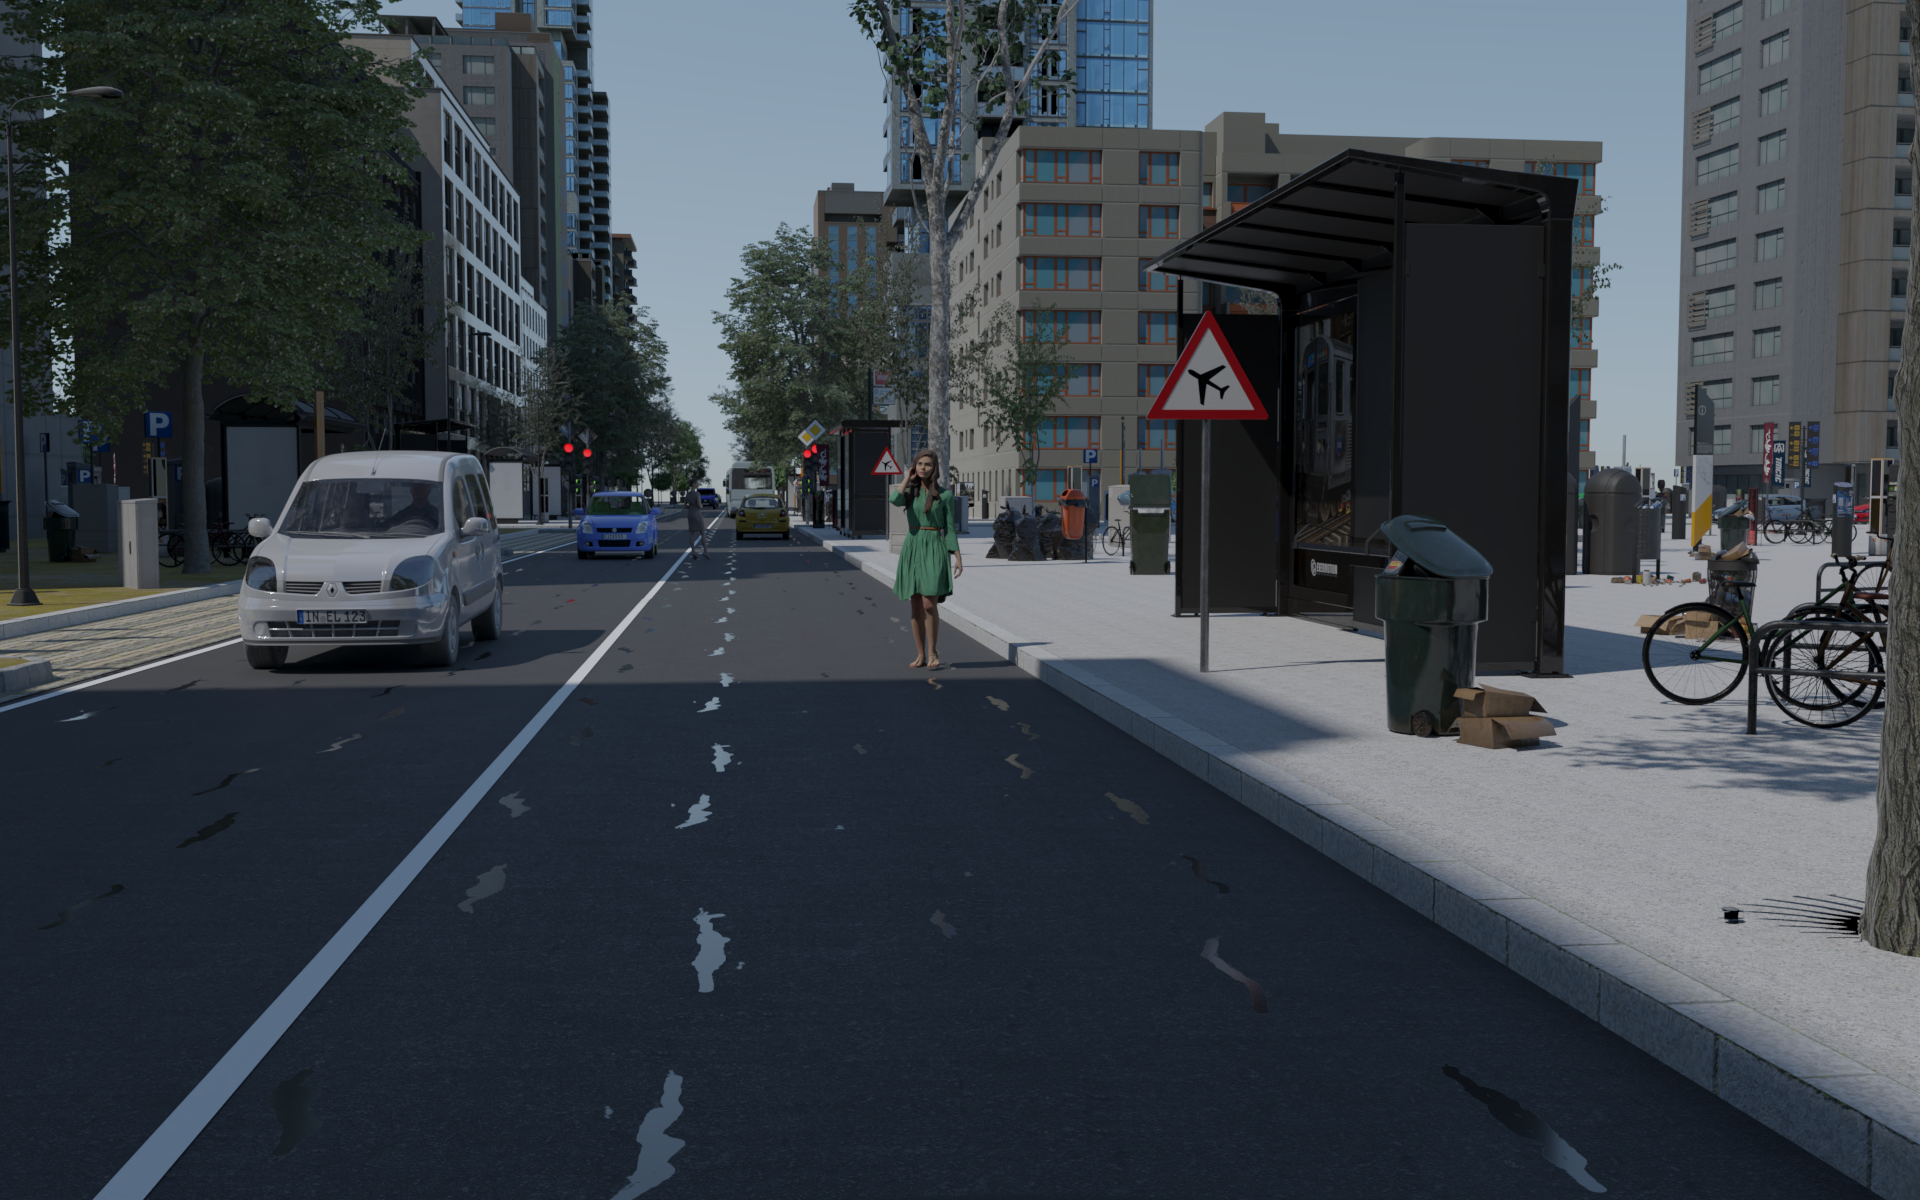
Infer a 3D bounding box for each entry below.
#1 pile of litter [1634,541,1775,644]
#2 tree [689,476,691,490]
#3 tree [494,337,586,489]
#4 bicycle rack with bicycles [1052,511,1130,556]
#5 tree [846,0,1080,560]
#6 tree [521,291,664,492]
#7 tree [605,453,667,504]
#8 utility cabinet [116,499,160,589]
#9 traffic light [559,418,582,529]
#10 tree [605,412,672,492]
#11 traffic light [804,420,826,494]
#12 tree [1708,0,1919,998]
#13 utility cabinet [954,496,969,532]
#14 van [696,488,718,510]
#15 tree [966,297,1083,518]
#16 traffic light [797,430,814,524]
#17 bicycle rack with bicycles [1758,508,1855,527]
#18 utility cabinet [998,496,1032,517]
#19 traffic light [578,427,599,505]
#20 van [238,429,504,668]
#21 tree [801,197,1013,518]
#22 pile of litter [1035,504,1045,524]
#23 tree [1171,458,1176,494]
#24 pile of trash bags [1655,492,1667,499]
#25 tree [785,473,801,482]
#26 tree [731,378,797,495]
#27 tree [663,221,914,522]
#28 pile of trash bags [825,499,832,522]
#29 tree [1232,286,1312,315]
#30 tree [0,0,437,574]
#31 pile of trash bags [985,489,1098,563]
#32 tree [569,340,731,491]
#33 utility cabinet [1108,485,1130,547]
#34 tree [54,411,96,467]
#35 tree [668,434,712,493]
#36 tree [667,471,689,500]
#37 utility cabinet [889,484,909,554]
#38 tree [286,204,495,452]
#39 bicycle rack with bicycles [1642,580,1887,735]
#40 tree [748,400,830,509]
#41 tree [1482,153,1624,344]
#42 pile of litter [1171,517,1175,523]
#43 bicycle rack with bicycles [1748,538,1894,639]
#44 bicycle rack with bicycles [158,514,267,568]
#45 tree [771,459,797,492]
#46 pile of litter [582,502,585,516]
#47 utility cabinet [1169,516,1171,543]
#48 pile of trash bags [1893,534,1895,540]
[{"bbox_3d":[6.737,-0.104,15.672,1.176,0.858,1.719,2,4,24],"label":"pile of litter"},{"bbox_3d":[-40.031,-16.054,246.187,4.285,4.588,4.351,0,3,0],"label":"tree"},{"bbox_3d":[-19.793,-8.035,81.741,4.360,8.622,3.978,0,3,0],"label":"tree"},{"bbox_3d":[2.887,-1.431,36.775,2.852,0.926,2.925,2,4,33],"label":"bicycle rack with bicycles"},{"bbox_3d":[1.092,-10.614,29.431,12.611,20.169,13.585,0,3,0],"label":"tree"},{"bbox_3d":[-22.808,-12.376,109.010,9.857,13.997,8.962,0,3,0],"label":"tree"},{"bbox_3d":[-24.823,-8.778,127.229,4.285,4.588,4.351,0,3,0],"label":"tree"},{"bbox_3d":[-11.284,-0.770,23.756,0.306,1.237,1.020,-3,4,-39],"label":"utility cabinet"},{"bbox_3d":[-14.458,-4.607,64.246,0.839,4.253,0.868,0,4,-7],"label":"traffic light"},{"bbox_3d":[-30.617,-13.957,162.605,7.601,10.594,8.767,-3,4,-38],"label":"tree"},{"bbox_3d":[-5.472,-4.678,65.408,0.839,4.253,0.868,0,4,-7],"label":"traffic light"},{"bbox_3d":[2.958,-4.823,4.607,9.928,11.665,9.643,0,3,0],"label":"tree"},{"bbox_3d":[-0.132,-2.929,59.045,0.306,1.237,1.020,-3,4,-37],"label":"utility cabinet"},{"bbox_3d":[-23.685,-9.606,161.440,2.240,2.365,5.245,0,4,-7],"label":"van"},{"bbox_3d":[2.474,-6.948,63.964,4.737,8.622,4.395,0,3,0],"label":"tree"},{"bbox_3d":[-6.486,-5.163,73.329,0.839,4.253,0.868,0,4,-7],"label":"traffic light"},{"bbox_3d":[21.836,-1.927,44.882,2.852,0.926,2.925,-2,4,-34],"label":"bicycle rack with bicycles"},{"bbox_3d":[1.539,-2.250,47.944,1.020,1.237,0.306,-3,5,-42],"label":"utility cabinet"},{"bbox_3d":[-15.472,-5.092,72.167,0.839,4.253,0.868,0,4,-7],"label":"traffic light"},{"bbox_3d":[-5.196,-0.527,15.624,2.013,2.044,4.112,0,4,-7],"label":"van"},{"bbox_3d":[-1.124,-5.697,43.506,4.360,8.622,3.978,0,3,0],"label":"tree"},{"bbox_3d":[3.238,-3.729,74.939,1.176,0.858,1.719,-3,4,-36],"label":"pile of litter"},{"bbox_3d":[10.356,-5.284,80.987,1.663,3.219,1.824,0,3,0],"label":"tree"},{"bbox_3d":[56.301,-7.915,139.166,3.447,1.369,1.912,2,4,25],"label":"pile of trash bags"},{"bbox_3d":[-12.878,-8.590,135.051,1.663,3.219,1.824,0,3,0],"label":"tree"},{"bbox_3d":[-18.914,-16.433,179.056,12.009,13.543,11.850,0,3,0],"label":"tree"},{"bbox_3d":[-7.010,-10.641,80.639,9.857,13.997,8.962,0,3,0],"label":"tree"},{"bbox_3d":[-4.790,-4.159,77.756,1.912,1.369,3.447,-1,4,-21],"label":"pile of trash bags"},{"bbox_3d":[8.998,-6.006,48.552,4.360,8.622,3.978,0,3,0],"label":"tree"},{"bbox_3d":[-11.986,-6.707,27.793,7.486,12.596,7.792,0,3,0],"label":"tree"},{"bbox_3d":[1.759,-1.450,33.468,1.912,1.369,3.447,-1,4,-15],"label":"pile of trash bags"},{"bbox_3d":[-26.523,-13.923,138.014,12.009,13.543,11.850,0,3,0],"label":"tree"},{"bbox_3d":[3.995,-2.020,41.713,0.318,1.500,1.173,-2,4,-26],"label":"utility cabinet"},{"bbox_3d":[-30.623,-4.537,57.886,4.285,4.588,4.351,0,3,0],"label":"tree"},{"bbox_3d":[-47.679,-23.556,302.155,9.611,12.733,9.660,0,3,0],"label":"tree"},{"bbox_3d":[-37.047,-14.160,215.234,4.285,4.588,4.351,0,3,0],"label":"tree"},{"bbox_3d":[-1.042,-1.707,36.584,0.318,1.500,1.173,-3,4,-38],"label":"utility cabinet"},{"bbox_3d":[-14.658,-5.694,43.457,4.360,8.622,3.978,0,3,0],"label":"tree"},{"bbox_3d":[5.368,0.223,9.729,2.925,0.926,2.852,2,4,32],"label":"bicycle rack with bicycles"},{"bbox_3d":[-13.658,-12.613,140.629,7.601,10.594,8.767,-1,4,-11],"label":"tree"},{"bbox_3d":[11.874,-5.313,37.231,4.360,8.622,3.978,0,3,0],"label":"tree"},{"bbox_3d":[9.716,-3.928,78.187,1.176,0.858,1.719,2,4,31],"label":"pile of litter"},{"bbox_3d":[9.724,-0.182,16.364,2.925,0.926,2.852,-1,4,-23],"label":"bicycle rack with bicycles"},{"bbox_3d":[-13.381,-1.115,31.619,2.925,0.926,2.852,-2,4,-35],"label":"bicycle rack with bicycles"},{"bbox_3d":[-17.173,-11.251,167.667,4.285,4.588,4.351,0,3,0],"label":"tree"},{"bbox_3d":[-22.478,-5.502,103.916,1.176,0.858,1.719,2,4,31],"label":"pile of litter"},{"bbox_3d":[5.260,-2.105,45.572,0.306,1.237,1.020,-1,4,-11],"label":"utility cabinet"},{"bbox_3d":[5.263,0.217,6.200,3.447,1.369,1.912,3,4,36],"label":"pile of trash bags"}]
